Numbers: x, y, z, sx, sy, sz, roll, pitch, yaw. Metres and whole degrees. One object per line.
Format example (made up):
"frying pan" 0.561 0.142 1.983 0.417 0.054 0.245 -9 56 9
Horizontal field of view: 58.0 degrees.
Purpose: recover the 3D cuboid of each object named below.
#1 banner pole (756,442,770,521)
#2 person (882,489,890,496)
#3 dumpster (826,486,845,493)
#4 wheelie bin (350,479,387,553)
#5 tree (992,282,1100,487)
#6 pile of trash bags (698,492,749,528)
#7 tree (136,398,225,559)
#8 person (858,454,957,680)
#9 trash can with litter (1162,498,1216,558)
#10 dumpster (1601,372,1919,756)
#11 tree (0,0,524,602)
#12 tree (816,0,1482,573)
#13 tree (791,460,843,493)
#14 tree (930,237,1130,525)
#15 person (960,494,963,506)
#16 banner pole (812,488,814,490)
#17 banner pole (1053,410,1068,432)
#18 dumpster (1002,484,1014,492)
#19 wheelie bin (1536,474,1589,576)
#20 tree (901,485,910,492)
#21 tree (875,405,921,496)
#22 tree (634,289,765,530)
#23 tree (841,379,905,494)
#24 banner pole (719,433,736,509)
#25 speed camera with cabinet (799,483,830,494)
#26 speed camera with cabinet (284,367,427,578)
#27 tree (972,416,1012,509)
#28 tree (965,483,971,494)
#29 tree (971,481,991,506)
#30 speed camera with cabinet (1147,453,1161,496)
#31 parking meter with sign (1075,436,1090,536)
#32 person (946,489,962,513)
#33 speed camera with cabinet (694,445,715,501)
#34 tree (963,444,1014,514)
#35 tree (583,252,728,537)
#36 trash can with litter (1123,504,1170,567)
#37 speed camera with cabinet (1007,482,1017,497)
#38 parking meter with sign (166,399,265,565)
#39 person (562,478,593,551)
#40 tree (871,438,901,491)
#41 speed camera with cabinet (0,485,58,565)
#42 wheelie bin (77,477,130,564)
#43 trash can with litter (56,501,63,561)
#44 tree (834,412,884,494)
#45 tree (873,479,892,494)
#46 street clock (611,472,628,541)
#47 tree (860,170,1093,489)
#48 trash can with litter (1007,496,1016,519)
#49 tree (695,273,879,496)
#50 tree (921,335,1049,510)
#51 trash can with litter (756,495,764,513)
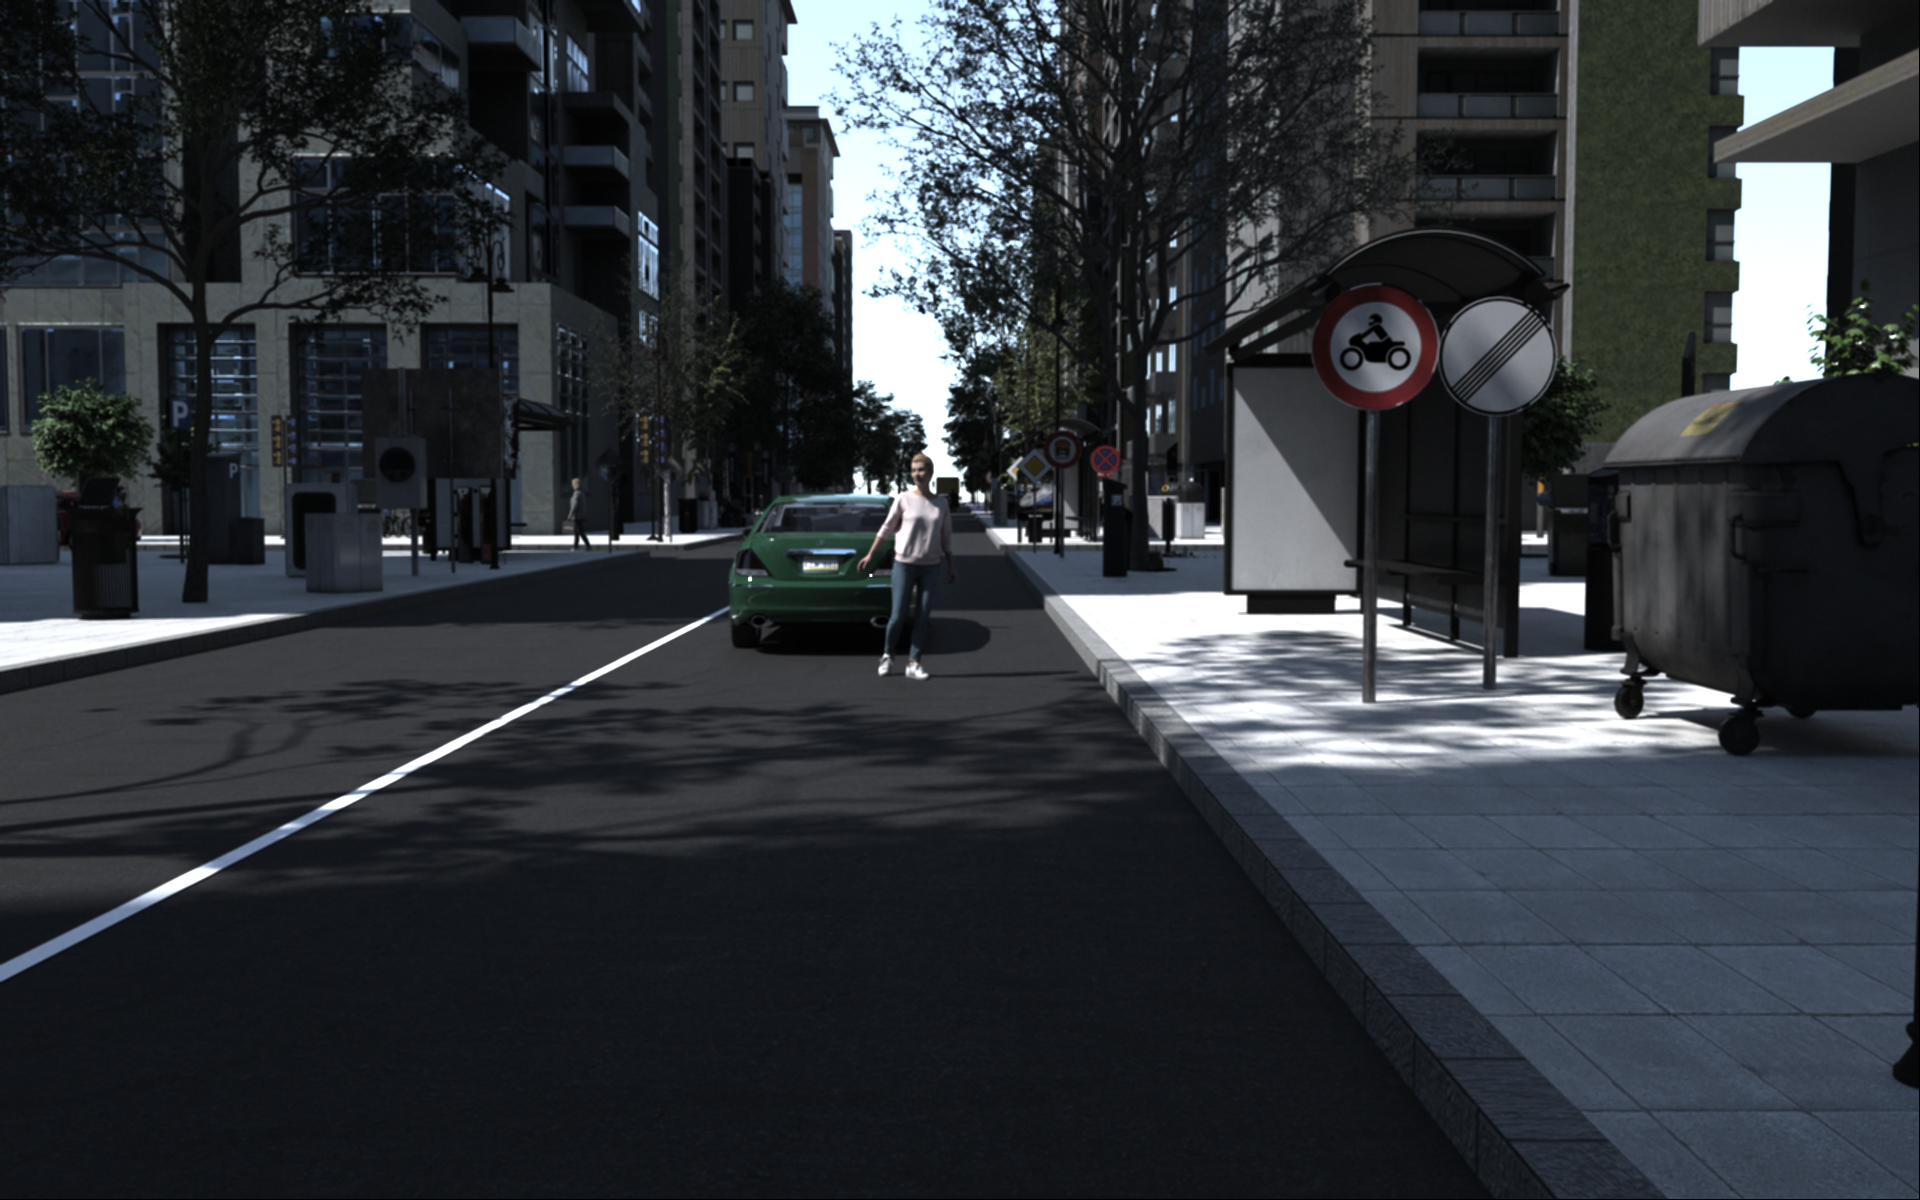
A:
"banner pole" -9.406 -5.676 82.815 0.863 3.779 0.401 2 4 33
"person" -5.728 -7.573 132.458 1.348 1.807 0.705 -1 4 -19
"dumpster" -8.507 -6.875 118.169 1.264 1.857 1.865 0 3 0
"wheelie bin" -12.778 -1.793 37.218 0.980 1.594 0.693 -1 4 -14
"tree" 2.878 -6.764 60.960 4.737 8.622 4.395 0 3 0
"pile of trash bags" -9.313 -3.454 66.233 1.912 1.369 3.447 0 4 8
"tree" -15.678 -2.456 34.752 1.663 3.219 1.824 0 3 0
"person" -0.455 -0.264 13.493 0.731 1.740 0.598 -2 4 -27
"trash can with litter" 4.386 -1.510 35.752 1.678 1.210 2.233 0 4 4
"dumpster" 4.331 -0.207 9.140 1.264 1.857 1.865 0 4 0
"tree" -8.773 -5.259 20.396 7.601 10.594 8.767 -2 4 -27
"tree" 2.887 -7.221 28.427 12.009 13.543 11.850 0 3 0
"tree" -8.467 -7.237 102.045 4.285 4.588 4.351 0 3 0
"tree" 2.940 -8.904 71.338 9.928 11.665 9.643 0 3 0
"person" 0.104 -12.364 213.875 0.599 1.433 0.991 -1 4 -18
"banner pole" -10.510 -7.978 120.453 0.863 3.779 0.401 -1 4 -12
"banner pole" 2.965 -3.770 51.659 0.401 3.779 0.863 -2 4 -35
"dumpster" 3.551 -7.097 118.537 1.502 2.255 1.985 0 3 0
"wheelie bin" 9.551 -1.181 27.218 0.980 1.594 0.693 1 4 8
"tree" -8.753 -17.339 278.094 1.663 3.219 1.824 0 3 0
"tree" -8.548 -20.760 246.084 9.857 13.997 8.962 0 3 0
"tree" -9.134 -6.803 61.587 4.737 8.622 4.395 0 3 0
"tree" -9.174 -15.460 170.896 7.486 12.596 7.792 0 3 0
"banner pole" -9.392 -4.926 70.565 0.863 3.779 0.401 3 5 42
"speed camera with cabinet" -9.479 -7.247 112.829 2.038 3.252 0.660 -2 4 -32
"speed camera with cabinet" -9.367 -1.988 26.843 2.038 3.252 0.660 0 4 -6
"tree" 2.935 -13.609 172.864 4.360 8.622 3.978 0 3 0
"tree" 1.522 -15.554 248.901 1.663 3.219 1.824 0 3 0
"tree" 2.668 -12.138 193.054 1.663 3.219 1.824 0 3 0
"speed camera with cabinet" 9.813 -5.546 85.010 2.038 3.252 0.660 -3 4 -36
"parking meter with sign" 3.789 -3.480 53.155 0.543 3.016 1.738 0 4 -3
"person" -0.502 -7.518 131.449 1.348 1.821 0.705 0 4 -1
"speed camera with cabinet" -10.401 -4.666 70.620 0.660 3.252 2.038 0 4 0
"tree" 2.221 -7.856 112.165 4.285 4.588 4.351 0 3 0
"tree" -9.061 -6.214 51.968 4.360 8.622 3.978 0 3 0
"trash can with litter" 3.127 -1.157 30.307 1.055 1.170 0.624 0 4 0
"speed camera with cabinet" 3.543 -7.409 115.466 0.660 3.252 2.038 3 5 45
"parking meter with sign" -13.581 -2.168 31.704 1.738 3.016 0.543 1 4 16
"person" -8.933 -1.945 40.489 0.728 1.800 0.709 1 4 11
"tree" -9.152 -15.874 209.895 4.360 8.622 3.978 0 3 0
"speed camera with cabinet" -17.373 -2.249 31.104 0.660 3.252 2.038 2 4 30
"wheelie bin" -15.823 -1.473 31.988 0.980 1.594 0.693 0 4 7
"trash can with litter" -17.515 -1.301 32.665 1.055 1.170 0.624 0 4 1
"tree" -9.341 -11.812 143.485 4.737 8.622 4.395 0 3 0
"tree" -8.516 -11.677 185.527 1.663 3.219 1.824 0 3 0
"street clock" -9.533 -2.641 47.753 0.471 2.002 0.358 3 5 44
"tree" 0.958 -15.031 101.650 12.611 20.169 13.585 0 3 0
"trash can with litter" 2.688 -4.719 88.538 0.624 1.170 1.055 -1 4 -11
"tree" -8.992 -10.570 89.825 9.611 12.733 9.660 0 3 0
"tree" 2.669 -14.145 137.921 9.857 13.997 8.962 0 3 0
"trash can with litter" -13.833 -6.642 119.656 1.678 1.210 2.233 0 4 2
